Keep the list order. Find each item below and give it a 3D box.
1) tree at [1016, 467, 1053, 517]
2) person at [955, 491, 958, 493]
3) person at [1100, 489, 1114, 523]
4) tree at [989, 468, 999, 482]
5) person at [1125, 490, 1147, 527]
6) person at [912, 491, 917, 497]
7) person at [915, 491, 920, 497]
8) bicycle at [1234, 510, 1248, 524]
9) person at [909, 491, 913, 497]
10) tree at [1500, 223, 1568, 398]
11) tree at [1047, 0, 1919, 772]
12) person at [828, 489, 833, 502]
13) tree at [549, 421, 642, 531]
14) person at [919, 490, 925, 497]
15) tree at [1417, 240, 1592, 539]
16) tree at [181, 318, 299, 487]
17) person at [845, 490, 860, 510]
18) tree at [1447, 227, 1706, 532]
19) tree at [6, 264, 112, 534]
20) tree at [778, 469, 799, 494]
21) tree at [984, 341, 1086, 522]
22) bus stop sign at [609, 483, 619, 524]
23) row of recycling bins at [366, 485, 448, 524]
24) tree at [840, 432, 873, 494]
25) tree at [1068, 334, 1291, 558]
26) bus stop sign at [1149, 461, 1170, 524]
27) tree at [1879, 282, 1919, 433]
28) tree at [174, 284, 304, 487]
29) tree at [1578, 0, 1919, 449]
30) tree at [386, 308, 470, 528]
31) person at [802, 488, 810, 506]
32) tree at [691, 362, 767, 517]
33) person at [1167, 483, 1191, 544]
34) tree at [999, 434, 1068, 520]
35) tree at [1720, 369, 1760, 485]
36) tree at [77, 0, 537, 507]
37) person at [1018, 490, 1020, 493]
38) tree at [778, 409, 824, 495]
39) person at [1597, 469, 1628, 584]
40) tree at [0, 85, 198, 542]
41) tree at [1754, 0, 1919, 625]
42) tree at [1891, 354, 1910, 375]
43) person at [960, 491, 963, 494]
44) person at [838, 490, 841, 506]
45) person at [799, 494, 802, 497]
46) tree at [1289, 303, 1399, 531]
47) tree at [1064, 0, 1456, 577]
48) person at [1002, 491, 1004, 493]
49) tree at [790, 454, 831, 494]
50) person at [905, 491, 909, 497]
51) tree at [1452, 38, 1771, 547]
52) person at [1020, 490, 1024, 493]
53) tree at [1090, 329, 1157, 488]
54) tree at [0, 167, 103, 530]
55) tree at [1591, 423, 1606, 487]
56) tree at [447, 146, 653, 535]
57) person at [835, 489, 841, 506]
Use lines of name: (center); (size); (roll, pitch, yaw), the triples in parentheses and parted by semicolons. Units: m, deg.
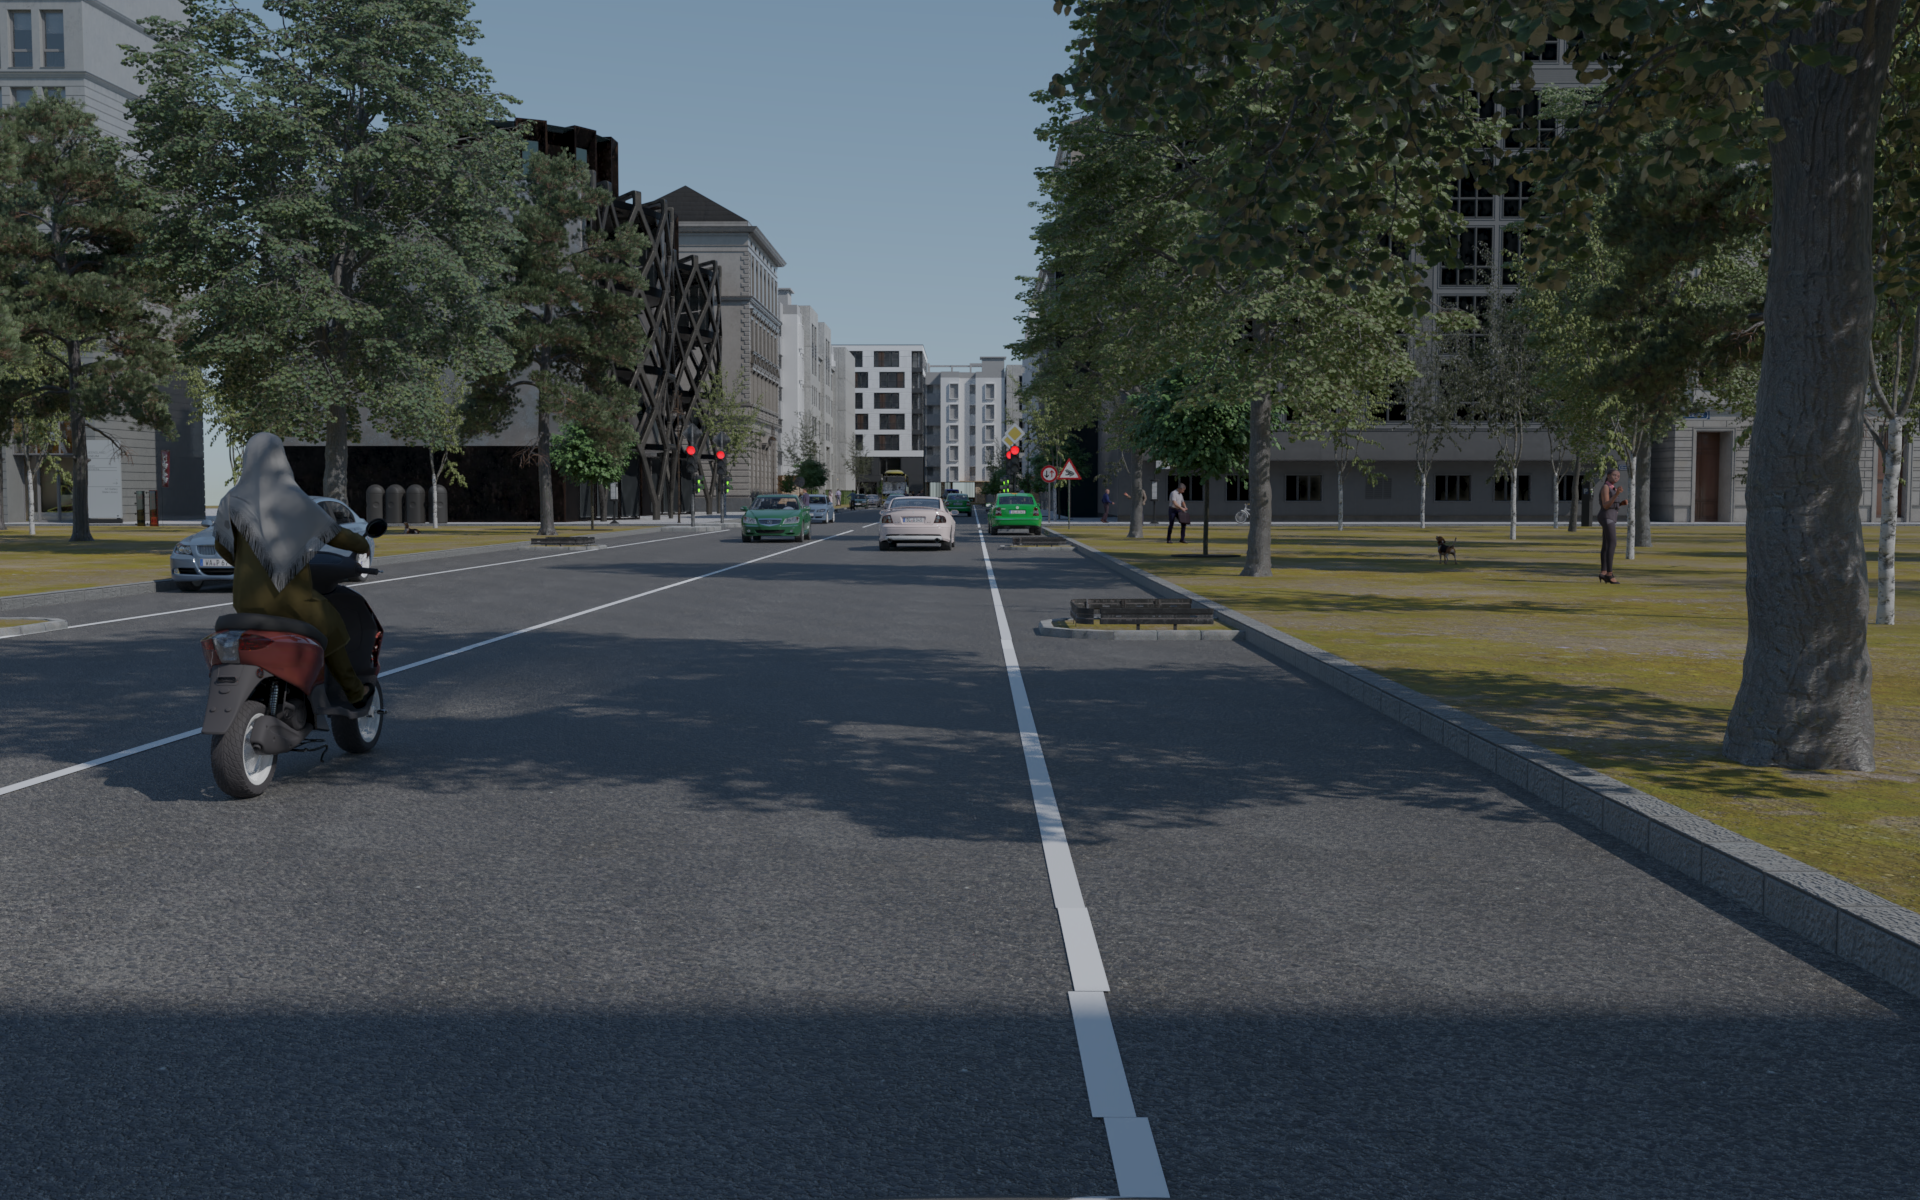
tree: (4.429, -6.282, 97.310); (1.663, 3.219, 1.824); (0, 3, 0)
person: (-0.279, -9.065, 157.386); (0.551, 1.740, 0.621); (0, 4, -7)
person: (6.572, -4.179, 77.070); (0.600, 1.496, 0.574); (1, 4, 12)
tree: (5.109, -12.518, 188.374); (4.285, 4.588, 4.351); (0, 3, 0)
person: (6.866, -3.750, 67.891); (0.750, 1.759, 0.617); (-3, 5, -41)
person: (-5.901, -12.861, 218.792); (1.348, 1.822, 0.705); (-3, 5, -42)
person: (-4.233, -10.386, 179.023); (1.217, 1.736, 0.721); (-1, 4, -14)
bicycle: (12.625, -3.770, 74.853); (1.543, 0.972, 0.635); (0, 4, -5)
person: (-6.026, -12.449, 212.038); (0.705, 1.824, 1.348); (-2, 4, -34)
tree: (12.987, -5.114, 33.973); (4.737, 8.622, 4.395); (0, 3, 0)
tree: (4.172, -6.195, 7.944); (9.857, 13.997, 8.962); (0, 3, 0)
person: (-12.381, -9.727, 165.742); (0.621, 1.740, 0.551); (-1, 4, -11)
tree: (-12.922, -4.738, 61.179); (4.285, 4.588, 4.351); (0, 3, 0)
person: (-3.039, -7.780, 136.252); (0.990, 1.755, 0.434); (-3, 5, -42)
tree: (15.401, -6.019, 48.779); (4.360, 8.622, 3.978); (0, 3, 0)
tree: (-25.907, -6.852, 62.392); (4.360, 8.622, 3.978); (0, 3, 0)
person: (-9.417, -8.787, 152.147); (1.348, 1.826, 0.705); (-1, 4, -11)
tree: (20.741, -7.573, 58.229); (8.767, 10.594, 7.601); (1, 4, 8)
tree: (-29.247, -6.387, 54.784); (4.737, 8.622, 4.395); (0, 3, 0)
tree: (-12.775, -8.287, 130.099); (1.663, 3.219, 1.824); (0, 3, 0)
tree: (4.219, -7.948, 80.315); (4.737, 8.622, 4.395); (0, 3, 0)
bus stop sign: (-15.197, -5.276, 74.966); (0.855, 3.939, 0.416); (0, 4, 5)
row of recycling bins: (-24.041, -4.168, 75.267); (3.534, 1.692, 1.069); (0, 4, 1)
tree: (-11.838, -15.299, 200.495); (4.360, 8.622, 3.978); (0, 3, 0)
tree: (5.086, -3.160, 35.387); (4.285, 4.588, 4.351); (0, 3, 0)
bus stop sign: (8.621, -5.264, 74.774); (0.855, 3.939, 0.416); (0, 4, 4)
tree: (19.759, -5.153, 34.622); (4.360, 8.622, 3.978); (0, 3, 0)
tree: (-23.741, -6.537, 57.242); (4.737, 8.622, 4.395); (0, 3, 0)
tree: (13.463, -6.449, 27.503); (6.751, 12.117, 7.091); (0, 3, 0)
tree: (-19.605, -7.024, 65.204); (4.737, 8.622, 4.395); (0, 3, 0)
person: (-7.202, -4.366, 80.798); (0.530, 1.710, 0.541); (2, 4, 34)
tree: (-13.000, -8.987, 97.298); (4.737, 8.622, 4.395); (0, 3, 0)
person: (5.667, -2.240, 44.874); (0.590, 1.554, 0.614); (3, 4, 38)
tree: (4.964, -6.339, 87.349); (4.285, 4.588, 4.351); (0, 3, 0)
tree: (28.879, -6.793, 61.424); (4.360, 8.622, 3.978); (0, 3, 0)
tree: (-13.764, -8.020, 37.784); (9.857, 13.997, 8.962); (0, 3, 0)
person: (6.004, -10.203, 174.336); (0.415, 1.643, 0.593); (-2, 4, -31)
tree: (-13.252, -11.966, 146.005); (4.360, 8.622, 3.978); (0, 3, 0)
person: (9.385, -1.061, 24.864); (0.415, 1.643, 0.593); (-1, 4, -15)
tree: (-23.826, -7.619, 46.629); (6.751, 12.117, 7.091); (0, 3, 0)
tree: (9.269, -4.075, 16.995); (4.737, 8.622, 4.395); (0, 3, 0)
tree: (28.176, -8.185, 44.194); (12.009, 13.543, 11.850); (0, 3, 0)
person: (0.168, -12.220, 208.387); (1.348, 1.812, 0.705); (1, 4, 8)
person: (-13.332, -11.258, 190.776); (0.551, 1.740, 0.621); (1, 4, 16)
person: (-8.080, -4.792, 90.041); (0.799, 1.438, 0.628); (0, 4, 2)
tree: (13.300, -6.724, 60.306); (4.737, 8.622, 4.395); (0, 3, 0)
tree: (4.734, -6.668, 27.152); (7.486, 12.596, 7.792); (0, 3, 0)
person: (5.183, -12.012, 203.162); (0.721, 1.735, 1.217); (0, 4, 4)
tree: (-12.151, -9.593, 140.551); (4.285, 4.588, 4.351); (0, 3, 0)
person: (-4.739, -8.769, 152.799); (0.530, 1.710, 0.541); (-2, 4, -34)
tree: (16.708, -7.541, 41.426); (7.486, 12.596, 7.792); (0, 3, 0)
person: (5.484, -9.062, 154.077); (0.709, 1.838, 0.599); (-1, 4, -21)
tree: (6.598, -6.993, 64.696); (4.360, 8.622, 3.978); (0, 3, 0)
tree: (-34.132, -9.427, 61.553); (7.806, 13.903, 7.818); (0, 3, 0)
tree: (22.412, -6.985, 64.570); (4.360, 8.622, 3.978); (0, 3, 0)
tree: (-12.953, -8.056, 53.776); (6.751, 12.117, 7.091); (0, 3, 0)
person: (-12.897, -10.833, 183.034); (0.709, 1.838, 0.599); (-1, 4, -22)
